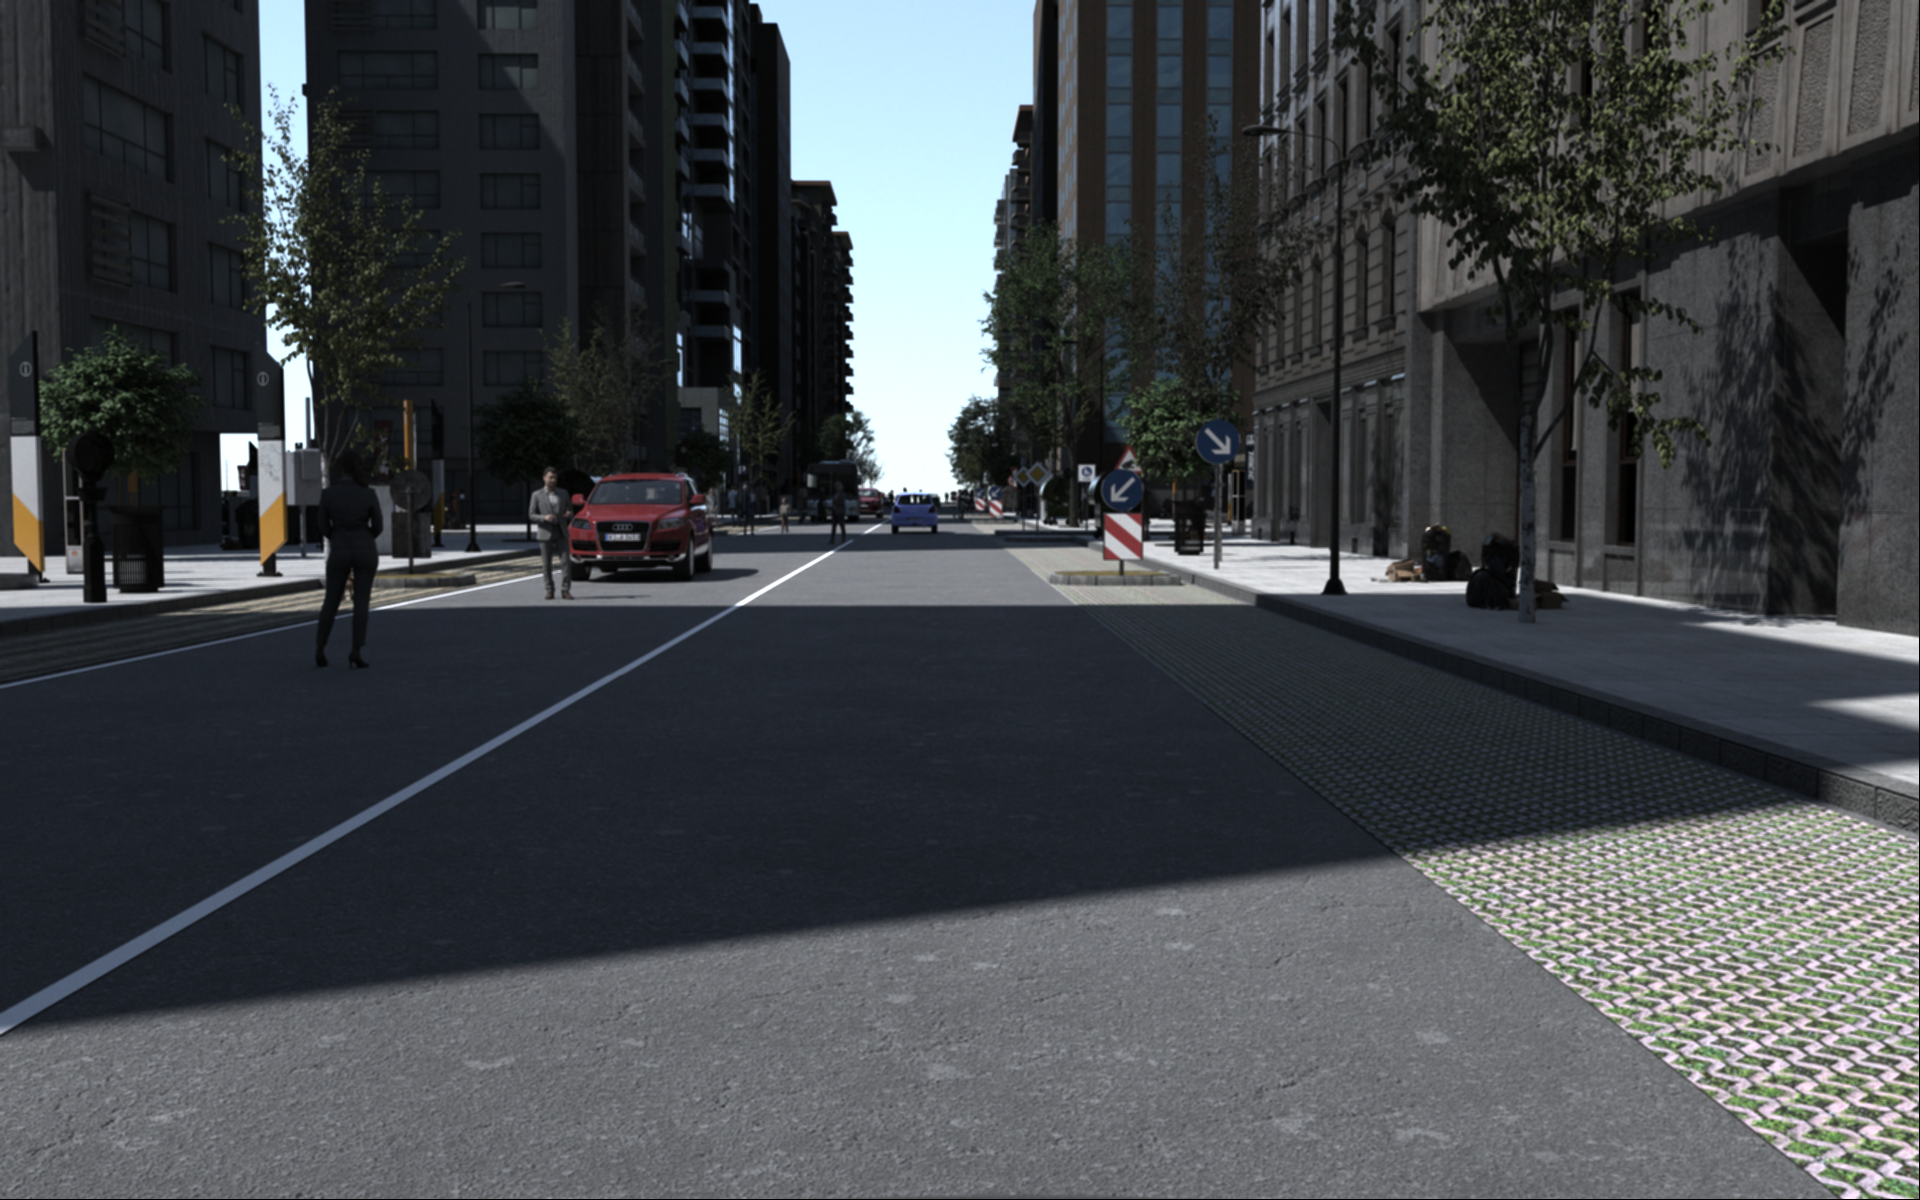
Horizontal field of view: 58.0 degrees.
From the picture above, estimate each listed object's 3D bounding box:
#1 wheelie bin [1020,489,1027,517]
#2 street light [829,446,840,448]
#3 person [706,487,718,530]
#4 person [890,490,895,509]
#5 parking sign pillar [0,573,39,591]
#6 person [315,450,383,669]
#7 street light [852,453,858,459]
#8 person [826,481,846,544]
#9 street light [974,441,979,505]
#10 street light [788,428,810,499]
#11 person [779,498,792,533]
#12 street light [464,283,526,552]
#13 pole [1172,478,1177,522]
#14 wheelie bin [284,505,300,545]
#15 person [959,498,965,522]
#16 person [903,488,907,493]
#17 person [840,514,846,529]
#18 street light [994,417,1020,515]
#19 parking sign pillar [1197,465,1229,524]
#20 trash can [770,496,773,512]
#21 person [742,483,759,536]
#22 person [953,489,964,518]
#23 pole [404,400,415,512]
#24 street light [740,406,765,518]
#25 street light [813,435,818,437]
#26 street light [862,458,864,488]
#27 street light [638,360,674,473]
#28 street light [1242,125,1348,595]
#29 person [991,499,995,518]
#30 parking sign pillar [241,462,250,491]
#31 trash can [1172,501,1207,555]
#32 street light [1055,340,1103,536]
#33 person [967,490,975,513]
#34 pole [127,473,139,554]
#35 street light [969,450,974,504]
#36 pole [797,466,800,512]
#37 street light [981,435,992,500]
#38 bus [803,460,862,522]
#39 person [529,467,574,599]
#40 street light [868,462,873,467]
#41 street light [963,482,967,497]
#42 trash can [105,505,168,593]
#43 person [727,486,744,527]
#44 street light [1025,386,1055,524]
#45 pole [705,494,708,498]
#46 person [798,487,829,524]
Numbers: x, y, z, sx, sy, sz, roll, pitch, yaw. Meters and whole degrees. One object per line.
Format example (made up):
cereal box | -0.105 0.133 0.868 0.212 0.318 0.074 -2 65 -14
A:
wheelie bin | 3.709 -5.412 96.400 0.693 1.594 0.980 0 4 4
street light | -12.270 -11.901 167.114 1.470 5.913 1.316 0 4 -1
person | -9.307 -3.399 65.071 0.512 1.701 0.522 0 4 -1
person | -6.430 -9.559 164.789 0.705 1.824 1.348 -1 4 -14
parking sign pillar | -13.280 -2.131 23.315 1.447 3.967 1.447 -2 4 -26
person | -5.058 -0.339 14.320 0.520 1.790 0.573 -2 4 -29
street light | -12.718 -13.791 198.016 1.470 5.913 1.316 0 4 -1
person | -3.518 -2.514 49.780 0.526 1.800 0.537 -3 4 -36
street light | 2.206 -10.923 151.129 1.470 5.913 1.316 0 4 -1
street light | -11.538 -9.140 121.984 1.470 5.913 1.316 0 4 -1
person | -6.434 -3.123 63.836 0.475 1.303 0.640 0 4 3
street light | -10.241 -4.015 38.181 1.470 5.913 1.316 0 4 -1
pole | 9.990 -5.298 80.462 0.158 3.312 0.155 0 3 0
wheelie bin | -17.048 -2.178 43.521 0.980 1.594 0.693 -2 4 -35
person | 0.108 -4.593 88.273 0.352 1.250 0.332 1 4 21
person | -3.043 -5.451 97.811 0.721 1.800 0.419 -1 4 -13
person | -4.800 -3.564 71.016 0.306 1.304 0.590 1 4 16
street light | 2.975 -8.095 104.901 1.470 5.913 1.316 0 4 -1
parking sign pillar | 11.079 -5.344 75.842 1.447 3.967 1.447 -1 4 -15
trash can | -13.559 -6.792 122.699 0.748 1.137 0.748 0 3 0
person | -7.231 -3.125 59.620 0.581 1.822 0.654 -1 4 -23
person | -0.097 -5.712 102.727 0.643 1.720 0.563 0 4 6
pole | -11.960 -2.679 37.647 0.158 3.312 0.155 0 3 0
street light | -11.023 -7.288 91.706 1.470 5.913 1.316 0 4 -1
street light | -11.849 -10.034 136.599 1.470 5.913 1.316 0 4 -1
street light | -12.985 -15.175 220.652 1.470 5.913 1.316 0 4 -1
street light | -10.605 -5.361 60.189 1.470 5.913 1.316 0 4 -1
street light | 4.252 -3.025 21.993 1.470 5.913 1.316 0 4 -1
person | 1.987 -5.595 104.643 0.373 1.253 0.362 -2 4 -35
parking sign pillar | -53.684 -8.678 130.356 1.447 3.967 1.447 0 4 -2
trash can | 4.820 -1.516 36.435 0.748 1.137 0.748 0 3 0
street light | 3.735 -4.884 52.395 1.470 5.913 1.316 0 4 -1
person | 0.764 -7.230 127.296 0.593 1.750 0.643 -1 4 -22
pole | -17.794 -2.655 37.245 0.158 3.312 0.155 0 3 0
street light | 1.820 -12.775 181.409 1.470 5.913 1.316 0 4 -1
pole | -11.808 -8.123 126.659 0.158 3.312 0.155 0 3 0
street light | 2.496 -9.969 135.531 1.470 5.913 1.316 0 4 -1
bus | -6.628 -5.958 92.266 2.948 3.499 13.247 0 4 -3
person | -5.525 -0.910 23.573 0.606 1.804 0.583 -2 4 -30
street light | -13.463 -17.076 251.738 1.470 5.913 1.316 0 4 -1
street light | 1.382 -14.627 211.687 1.470 5.913 1.316 0 4 -1
trash can | -10.715 -0.668 22.574 0.748 1.137 0.748 0 3 0
person | -9.735 -4.055 74.982 0.721 1.800 0.419 1 4 17
street light | 3.471 -6.176 73.511 1.470 5.913 1.316 0 4 -1
pole | -14.940 -6.618 102.047 0.158 3.312 0.155 0 3 0
person | -7.110 -4.615 84.171 1.509 1.804 0.699 -1 4 -13
